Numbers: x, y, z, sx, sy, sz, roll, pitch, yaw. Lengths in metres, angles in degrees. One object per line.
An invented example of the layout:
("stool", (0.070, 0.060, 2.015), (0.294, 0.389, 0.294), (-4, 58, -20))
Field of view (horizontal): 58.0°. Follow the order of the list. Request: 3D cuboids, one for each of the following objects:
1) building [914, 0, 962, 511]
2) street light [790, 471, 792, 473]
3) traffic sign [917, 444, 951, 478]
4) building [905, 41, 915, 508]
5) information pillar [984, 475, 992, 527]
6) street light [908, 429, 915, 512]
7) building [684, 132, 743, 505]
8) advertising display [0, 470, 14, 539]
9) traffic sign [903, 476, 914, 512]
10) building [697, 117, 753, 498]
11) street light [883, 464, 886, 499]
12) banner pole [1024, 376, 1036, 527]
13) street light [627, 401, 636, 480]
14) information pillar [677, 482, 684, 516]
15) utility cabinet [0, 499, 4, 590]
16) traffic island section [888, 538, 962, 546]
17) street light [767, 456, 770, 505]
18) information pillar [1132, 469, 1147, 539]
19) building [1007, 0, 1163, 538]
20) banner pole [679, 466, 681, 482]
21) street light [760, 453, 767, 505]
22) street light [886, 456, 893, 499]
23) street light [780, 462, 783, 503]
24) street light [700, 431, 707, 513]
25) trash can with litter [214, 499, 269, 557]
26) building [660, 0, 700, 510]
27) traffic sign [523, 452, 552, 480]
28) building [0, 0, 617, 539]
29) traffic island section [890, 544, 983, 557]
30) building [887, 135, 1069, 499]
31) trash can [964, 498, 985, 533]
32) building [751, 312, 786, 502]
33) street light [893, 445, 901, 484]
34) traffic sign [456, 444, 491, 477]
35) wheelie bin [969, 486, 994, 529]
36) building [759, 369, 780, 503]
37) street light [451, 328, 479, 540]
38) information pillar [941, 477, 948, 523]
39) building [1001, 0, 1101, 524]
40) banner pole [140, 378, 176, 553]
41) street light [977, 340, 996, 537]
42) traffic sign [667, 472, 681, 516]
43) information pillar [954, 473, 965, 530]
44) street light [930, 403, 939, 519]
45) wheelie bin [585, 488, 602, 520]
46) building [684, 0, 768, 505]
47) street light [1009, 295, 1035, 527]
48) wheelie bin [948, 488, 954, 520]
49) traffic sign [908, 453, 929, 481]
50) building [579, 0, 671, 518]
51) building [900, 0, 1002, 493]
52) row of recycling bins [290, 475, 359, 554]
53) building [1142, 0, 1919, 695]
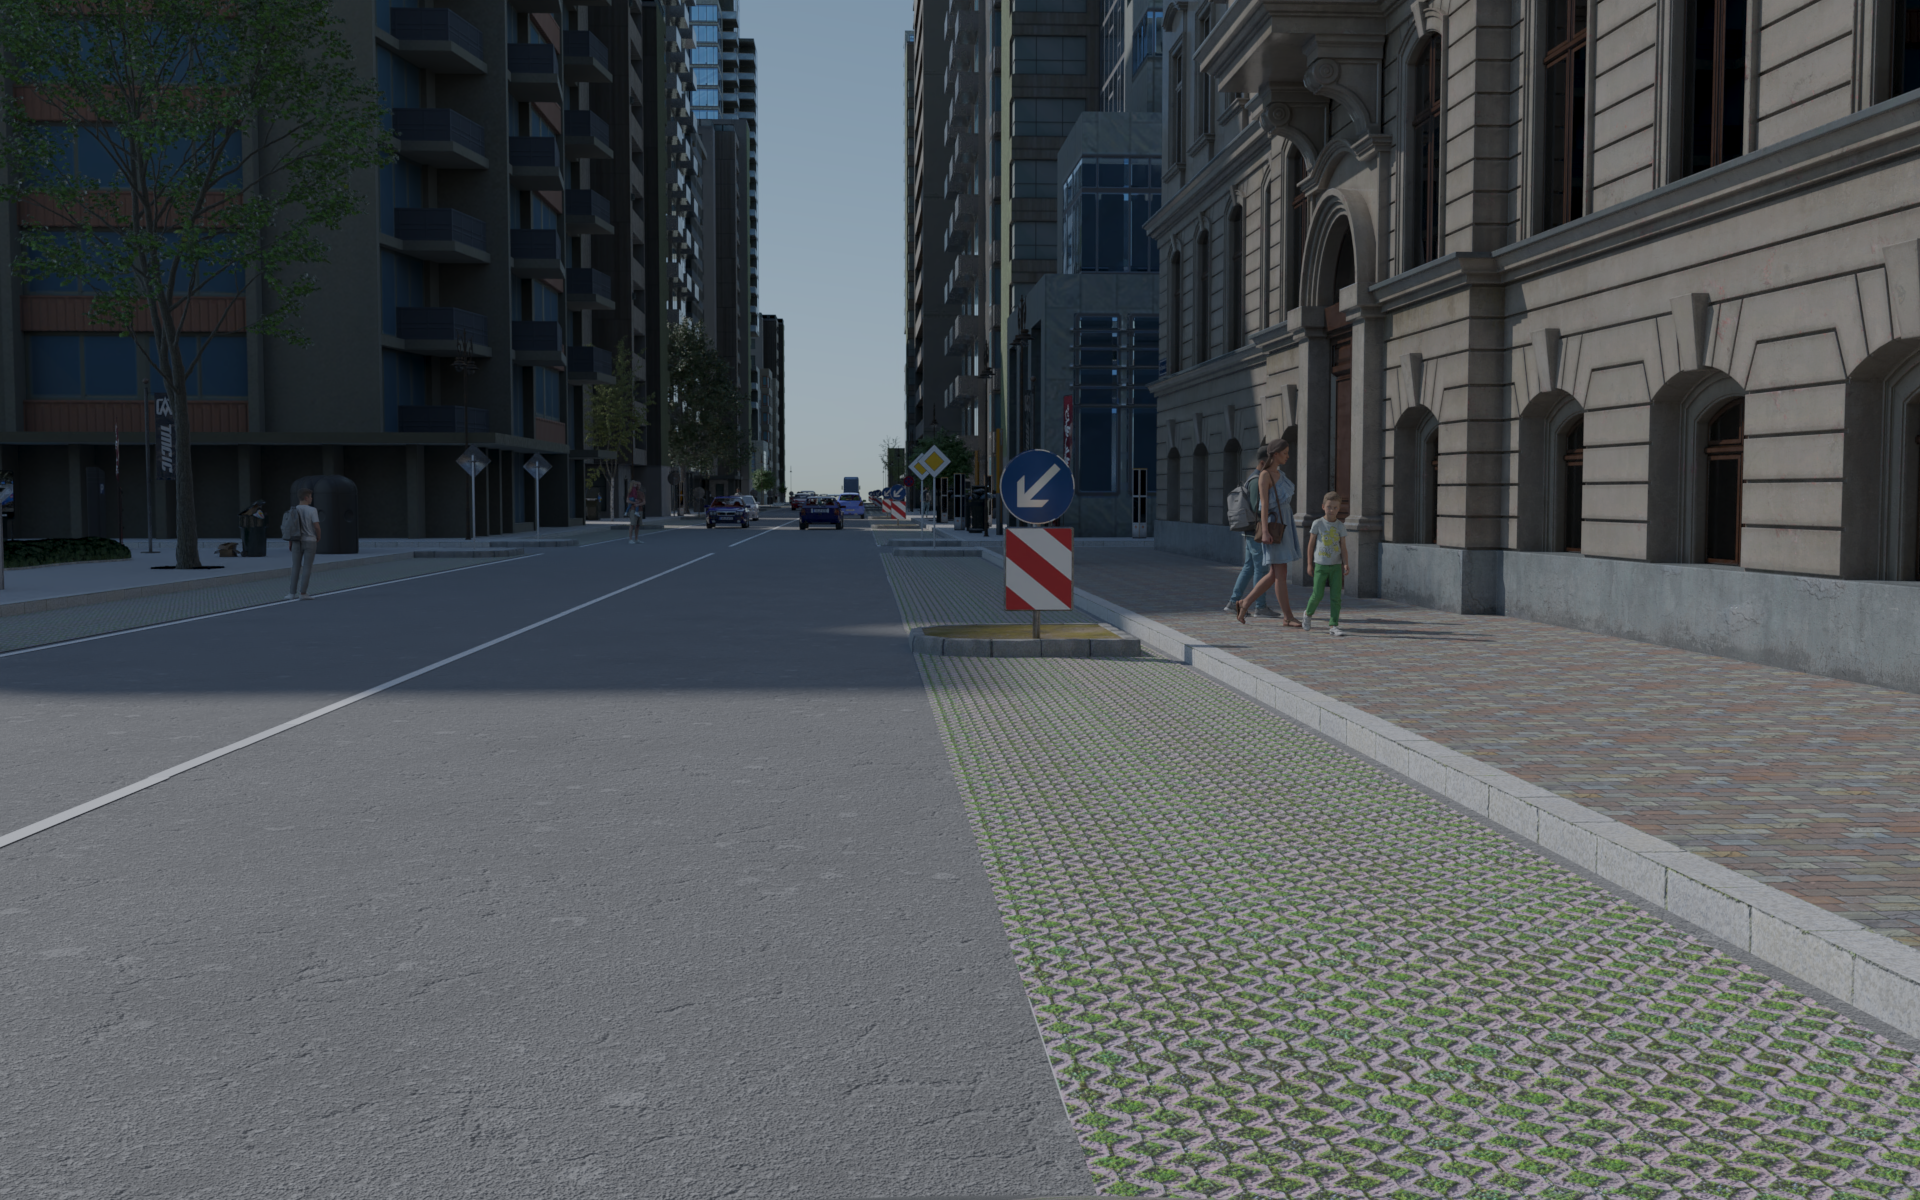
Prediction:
("building", (7.226, -31.763, 143.027), (21.300, 48.544, 21.600), (0, 4, -3))
("street light", (-27.213, -18.721, 278.877), (0.468, 5.910, 1.993), (0, 4, -3))
("traffic sign", (-0.582, -2.352, 40.642), (0.795, 2.593, 0.064), (0, 4, -3))
("building", (1.934, -29.186, 160.784), (14.154, 41.232, 14.086), (0, 4, -3))
("information pillar", (1.103, -3.873, 67.822), (0.304, 2.012, 0.304), (0, 4, 0))
("street light", (-3.618, -9.465, 127.536), (0.468, 5.910, 1.993), (0, 4, -3))
("building", (-37.221, -28.864, 163.809), (32.217, 40.220, 23.993), (0, 4, -3))
("advertising display", (-25.774, -2.525, 46.503), (0.123, 1.923, 0.974), (1, 4, 11))
("traffic sign", (-3.609, -7.476, 122.338), (0.768, 2.556, 0.104), (0, 4, 6))
("building", (-29.601, -30.560, 183.253), (14.154, 41.232, 14.086), (0, 4, -3))
("street light", (-10.600, -16.776, 247.082), (0.468, 5.910, 1.993), (0, 4, -3))
("banner pole", (1.474, -2.851, 36.631), (0.401, 3.779, 0.863), (1, 4, 21))
("street light", (-15.973, -6.832, 84.498), (0.468, 5.910, 1.993), (0, 4, -3))
("information pillar", (-16.427, -5.951, 101.795), (0.304, 2.012, 0.304), (-3, 4, -38))
("utility cabinet", (-13.303, -0.723, 22.988), (1.020, 1.237, 0.306), (-3, 5, -40))
("traffic island section", (-1.020, -1.616, 48.698), (2.009, 0.180, 2.903), (0, 4, -3))
("street light", (-22.995, -14.384, 207.963), (0.468, 5.910, 1.993), (0, 4, -3))
("information pillar", (5.177, -2.778, 49.910), (0.304, 2.012, 0.304), (-3, 4, -36))
("building", (17.306, -45.733, 60.399), (31.000, 86.520, 22.319), (0, 4, -3))
("banner pole", (-19.650, -8.121, 122.798), (0.401, 3.779, 0.863), (3, 4, 36))
("street light", (-22.453, -13.660, 196.136), (0.468, 5.910, 1.993), (0, 4, -3))
("street light", (-8.474, -14.582, 211.200), (0.468, 5.910, 1.993), (0, 4, -3))
("street light", (-25.052, -16.553, 243.423), (0.468, 5.910, 1.993), (0, 4, -3))
("street light", (-18.239, -9.279, 124.503), (0.468, 5.910, 1.993), (0, 4, -3))
("trash can with litter", (-14.645, -1.461, 35.276), (1.055, 1.170, 0.624), (0, 4, -5))
("building", (-32.599, -31.619, 136.587), (23.786, 49.044, 30.456), (0, 4, -3))
("traffic sign", (-11.721, -2.803, 48.018), (0.795, 2.593, 0.064), (0, 4, -3))
("building", (-24.533, -24.861, 61.104), (22.147, 44.769, 28.867), (0, 4, -3))
("traffic island section", (-0.559, -1.128, 40.726), (2.009, 0.180, 2.903), (0, 4, -3))
("building", (1.388, -56.403, 234.861), (22.319, 86.520, 31.000), (0, 4, -3))
("trash can", (0.512, -2.772, 56.975), (0.748, 1.137, 0.748), (0, 3, 0))
("building", (-34.988, -30.702, 273.683), (14.160, 30.474, 14.107), (0, 4, -3))
("street light", (-5.812, -11.715, 164.334), (0.468, 5.910, 1.993), (0, 4, -3))
("traffic sign", (-11.259, -2.315, 40.046), (0.795, 2.593, 0.064), (0, 4, -3))
("wheelie bin", (0.780, -3.450, 64.311), (0.980, 1.594, 0.693), (1, 4, 8))
("building", (-40.893, -24.898, 252.117), (27.650, 21.520, 28.899), (0, 4, -3))
("street light", (-13.786, -4.623, 48.380), (0.468, 5.910, 1.993), (0, 4, -3))
("information pillar", (-0.684, -4.373, 75.995), (0.304, 2.012, 0.304), (0, 4, -2))
("building", (8.734, -24.146, 78.382), (14.154, 41.232, 14.086), (0, 4, -3))
("banner pole", (-17.356, -2.907, 37.552), (0.863, 3.779, 0.401), (-1, 4, -10))
("street light", (0.792, -4.851, 52.100), (0.468, 5.910, 1.993), (0, 4, -3))
("traffic sign", (-16.379, -6.059, 99.173), (0.768, 2.556, 0.104), (0, 4, 4))
("information pillar", (-0.013, -3.469, 61.208), (0.304, 2.012, 0.304), (2, 4, 29))
("street light", (-1.305, -7.041, 87.909), (0.468, 5.910, 1.993), (0, 4, -3))
("wheelie bin", (-17.873, -4.675, 84.337), (0.980, 1.594, 0.693), (0, 4, 8))
("building", (-35.593, -55.508, 220.226), (22.319, 86.520, 31.000), (0, 4, -3))
("street light", (1.435, -4.128, 40.283), (0.468, 5.910, 1.993), (0, 4, -3))
("wheelie bin", (-0.456, -4.823, 86.757), (0.980, 1.594, 0.693), (0, 4, 5))
("traffic sign", (-1.043, -2.839, 48.614), (0.795, 2.593, 0.064), (0, 4, -3))
("building", (-23.678, -19.720, 94.118), (14.160, 30.474, 14.107), (0, 4, -3))
("building", (5.698, -34.470, 183.188), (23.786, 49.044, 30.456), (0, 4, -3))
("row of recycling bins", (-14.118, -1.908, 38.302), (1.069, 1.692, 3.534), (-2, 4, -31))
("building", (10.590, -12.445, 22.556), (14.460, 24.649, 34.723), (0, 4, -3))
